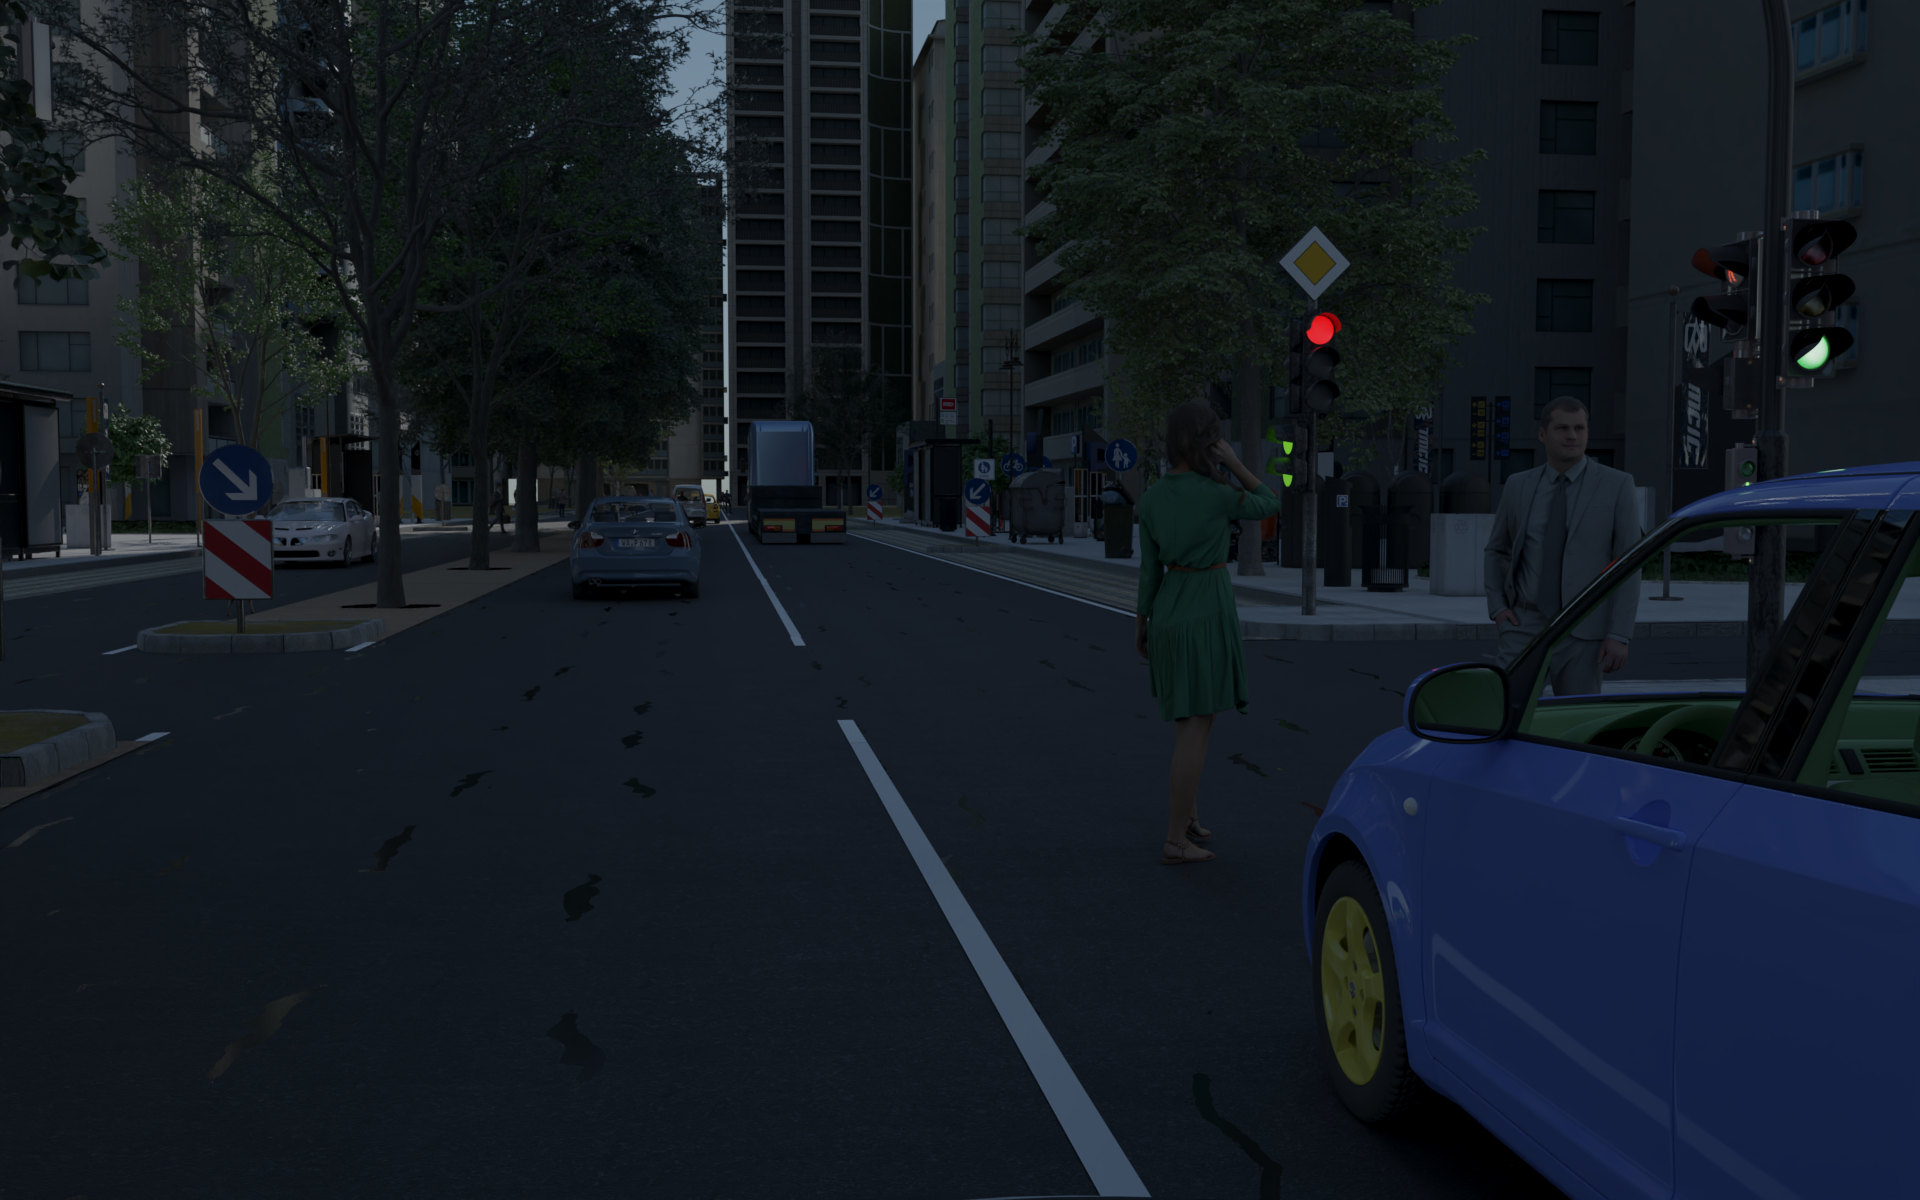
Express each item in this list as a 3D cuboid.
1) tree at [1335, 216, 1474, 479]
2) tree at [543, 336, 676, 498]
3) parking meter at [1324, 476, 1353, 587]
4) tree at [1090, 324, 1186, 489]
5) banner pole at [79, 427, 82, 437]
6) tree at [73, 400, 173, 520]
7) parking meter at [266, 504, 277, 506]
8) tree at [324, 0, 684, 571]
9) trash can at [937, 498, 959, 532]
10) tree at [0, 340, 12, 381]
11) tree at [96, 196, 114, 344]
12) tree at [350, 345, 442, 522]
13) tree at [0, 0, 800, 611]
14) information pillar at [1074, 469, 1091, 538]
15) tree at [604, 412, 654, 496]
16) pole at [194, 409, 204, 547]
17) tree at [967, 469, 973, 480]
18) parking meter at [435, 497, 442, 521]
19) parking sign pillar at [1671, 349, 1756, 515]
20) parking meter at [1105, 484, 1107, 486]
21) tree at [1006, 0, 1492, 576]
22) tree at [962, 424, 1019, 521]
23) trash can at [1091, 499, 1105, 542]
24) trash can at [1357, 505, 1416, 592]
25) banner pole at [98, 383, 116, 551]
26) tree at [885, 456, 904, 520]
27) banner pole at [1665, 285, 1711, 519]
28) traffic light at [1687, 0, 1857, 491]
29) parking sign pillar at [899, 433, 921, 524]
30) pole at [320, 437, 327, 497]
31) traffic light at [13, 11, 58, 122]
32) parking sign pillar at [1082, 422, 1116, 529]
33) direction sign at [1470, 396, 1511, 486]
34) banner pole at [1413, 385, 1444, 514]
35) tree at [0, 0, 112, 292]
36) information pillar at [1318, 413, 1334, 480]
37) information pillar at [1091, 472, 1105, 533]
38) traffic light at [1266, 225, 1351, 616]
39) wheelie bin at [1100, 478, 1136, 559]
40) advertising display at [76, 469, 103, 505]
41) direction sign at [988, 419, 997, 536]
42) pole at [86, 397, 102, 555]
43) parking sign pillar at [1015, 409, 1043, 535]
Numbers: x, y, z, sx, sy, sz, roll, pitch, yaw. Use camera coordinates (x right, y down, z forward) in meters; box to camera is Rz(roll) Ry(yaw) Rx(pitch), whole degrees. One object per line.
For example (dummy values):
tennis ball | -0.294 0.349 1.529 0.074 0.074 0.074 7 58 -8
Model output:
tree | 11.298 -5.785 44.954 4.737 8.622 4.395 0 3 0
tree | -15.034 -9.238 71.624 7.486 12.596 7.792 0 3 0
parking meter | 5.245 -0.955 24.023 0.372 1.533 0.369 0 3 0
tree | 7.525 -7.359 70.686 4.737 8.622 4.395 0 3 0
banner pole | -32.981 -4.596 65.157 0.401 3.779 0.863 -1 4 -21
tree | -29.372 -4.710 60.722 4.285 4.588 4.351 0 3 0
parking meter | -19.673 -2.518 49.579 0.372 1.533 0.369 0 3 0
tree | -8.907 -6.355 32.115 9.928 11.665 9.643 0 3 0
trash can | -0.401 -2.897 59.022 0.748 1.137 0.748 0 3 0
tree | -35.505 -6.793 61.435 4.360 8.622 3.978 0 3 0
tree | -21.709 -7.755 52.543 9.928 11.665 9.643 0 3 0
tree | -25.232 -7.864 78.931 4.360 8.622 3.978 0 3 0
tree | -7.078 -6.626 21.159 12.009 13.543 11.850 0 3 0
information pillar | 3.510 -2.802 50.307 0.304 2.012 0.304 3 4 36
tree | -15.524 -7.672 78.251 4.360 8.622 3.978 0 3 0
pole | -18.305 -2.926 41.676 0.158 3.312 0.155 0 3 0
tree | 1.160 -4.972 75.900 1.663 3.219 1.824 0 3 0
parking meter | -24.944 -4.563 83.015 0.372 1.533 0.369 0 3 0
parking sign pillar | 12.832 -2.514 29.578 1.447 3.967 1.447 1 4 11
parking meter | 3.830 -2.150 43.559 0.372 1.533 0.369 0 3 0
tree | 4.185 -6.666 27.109 7.486 12.596 7.792 0 3 0
tree | 1.230 -5.983 81.542 4.285 4.588 4.351 0 3 0
trash can | 3.933 -2.162 47.008 0.748 1.137 0.748 0 3 0
trash can | 5.595 -0.680 22.772 0.748 1.137 0.748 0 3 0
banner pole | -19.424 -3.020 39.387 0.401 3.779 0.863 -1 4 -14
tree | -3.055 -5.669 87.290 1.663 3.219 1.824 0 3 0
banner pole | 8.765 -1.893 20.966 0.863 3.779 0.401 -2 4 -25
traffic light | 2.751 -2.155 9.901 4.771 5.953 1.251 -1 4 -8
parking sign pillar | -1.924 -5.315 75.380 1.447 3.967 1.447 -2 4 -33
pole | -22.845 -4.182 62.220 0.158 3.312 0.155 0 3 0
traffic light | -11.004 -2.538 16.166 4.771 5.953 1.251 -1 4 -8
parking sign pillar | 5.203 -4.674 64.887 1.447 3.967 1.447 -2 4 -33
direction sign | 12.257 -2.942 40.096 0.876 3.537 0.379 1 4 16
banner pole | 10.816 -3.049 39.863 0.863 3.779 0.401 2 4 34
tree | -5.169 -5.833 4.488 9.857 13.997 8.962 0 3 0
information pillar | 7.311 -2.645 34.599 0.183 3.616 0.504 -1 4 -17
information pillar | 4.536 -3.250 57.635 0.304 2.012 0.304 3 5 43
traffic light | 3.677 -1.793 18.242 0.839 4.253 0.868 -1 4 -8
wheelie bin | 3.164 -1.635 34.646 0.693 1.594 0.980 1 4 9
advertising display | -22.785 -2.458 45.396 0.974 1.923 0.123 2 4 30
direction sign | 0.931 -3.712 52.682 0.379 3.537 0.876 0 4 8
pole | -18.291 -2.613 36.567 0.158 3.312 0.155 0 3 0
parking sign pillar | 2.363 -4.025 54.281 1.447 3.967 1.447 0 4 6
